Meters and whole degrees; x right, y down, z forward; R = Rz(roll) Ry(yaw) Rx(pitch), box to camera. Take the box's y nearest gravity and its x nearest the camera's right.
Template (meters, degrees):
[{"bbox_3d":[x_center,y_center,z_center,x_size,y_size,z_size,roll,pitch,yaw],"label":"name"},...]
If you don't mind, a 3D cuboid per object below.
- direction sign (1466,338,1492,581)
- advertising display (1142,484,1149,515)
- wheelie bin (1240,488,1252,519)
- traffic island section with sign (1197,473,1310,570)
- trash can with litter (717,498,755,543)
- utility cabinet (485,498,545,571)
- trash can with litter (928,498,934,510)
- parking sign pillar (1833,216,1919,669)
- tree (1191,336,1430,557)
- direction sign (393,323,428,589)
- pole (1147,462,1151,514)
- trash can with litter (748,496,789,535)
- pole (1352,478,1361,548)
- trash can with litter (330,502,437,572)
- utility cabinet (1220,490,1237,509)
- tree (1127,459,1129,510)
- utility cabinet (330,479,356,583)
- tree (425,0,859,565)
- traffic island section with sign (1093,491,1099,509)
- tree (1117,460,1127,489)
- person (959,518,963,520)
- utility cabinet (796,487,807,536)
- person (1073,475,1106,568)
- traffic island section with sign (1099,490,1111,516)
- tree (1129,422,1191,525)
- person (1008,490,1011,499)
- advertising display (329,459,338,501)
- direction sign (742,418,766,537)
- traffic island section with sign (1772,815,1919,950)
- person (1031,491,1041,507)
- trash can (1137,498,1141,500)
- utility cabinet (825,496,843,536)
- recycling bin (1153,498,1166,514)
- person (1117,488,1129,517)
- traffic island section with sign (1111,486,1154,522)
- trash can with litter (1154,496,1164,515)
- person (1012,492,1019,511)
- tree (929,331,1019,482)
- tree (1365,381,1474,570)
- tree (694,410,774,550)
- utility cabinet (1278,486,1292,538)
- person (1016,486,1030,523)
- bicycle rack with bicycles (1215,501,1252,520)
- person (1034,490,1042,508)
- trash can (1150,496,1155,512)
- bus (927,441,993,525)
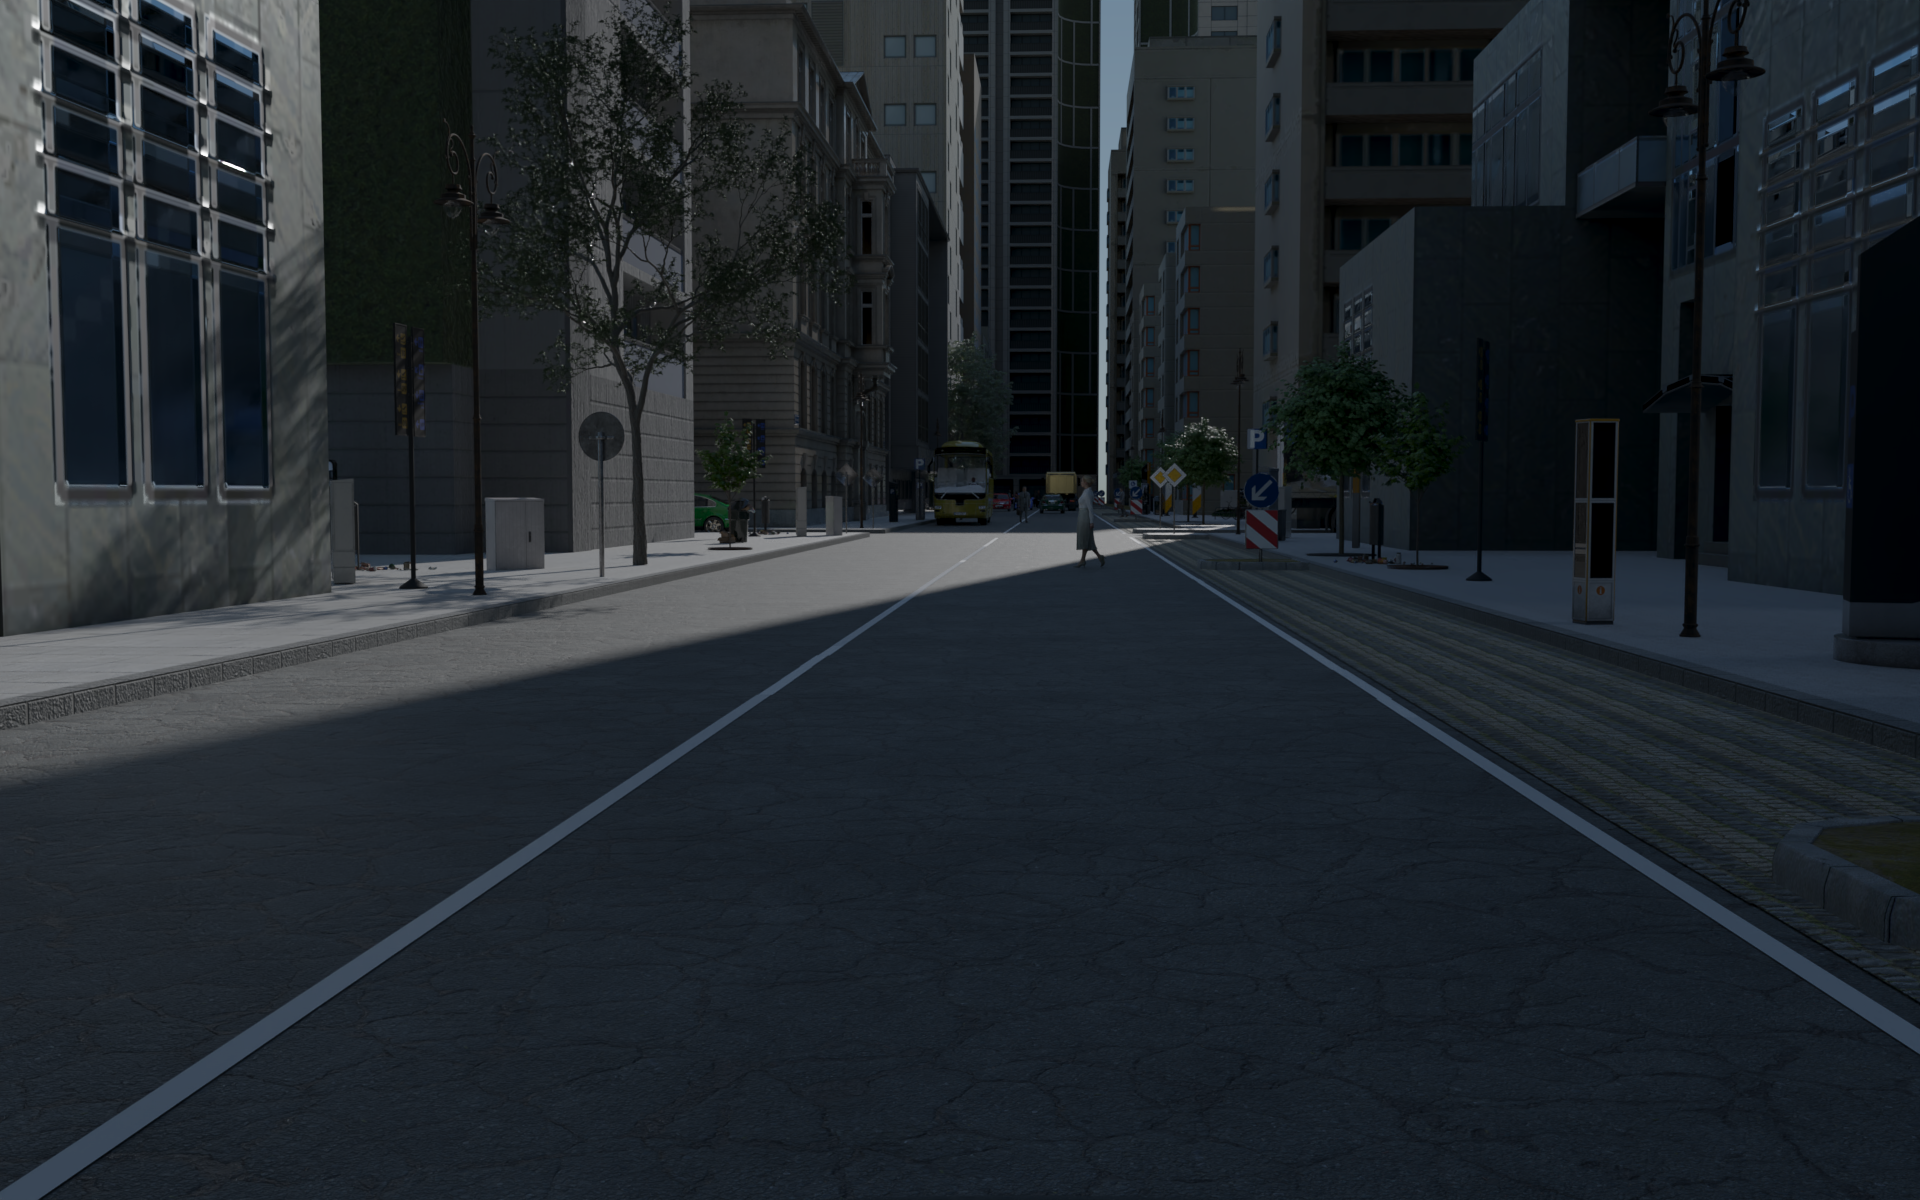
[{"bbox_3d":[7.684,-2.051,25.532,0.379,3.537,0.876,2,4,27],"label":"direction sign"},{"bbox_3d":[11.438,-6.212,106.772,0.123,1.923,0.974,-1,4,-14],"label":"advertising display"},{"bbox_3d":[14.778,-5.003,89.714,0.693,1.594,0.980,-3,5,-44],"label":"wheelie bin"},{"bbox_3d":[5.592,-1.506,33.252,1.989,1.847,2.006,0,4,3],"label":"traffic island section with sign"},{"bbox_3d":[-5.886,-2.082,45.435,0.624,1.170,1.055,2,4,24],"label":"trash can with litter"},{"bbox_3d":[-7.551,-1.117,29.432,0.306,1.237,1.020,3,4,38],"label":"utility cabinet"},{"bbox_3d":[-2.149,-7.720,137.286,2.233,1.210,1.678,3,4,37],"label":"trash can with litter"},{"bbox_3d":[7.471,-1.506,13.102,1.447,3.967,1.447,1,4,20],"label":"parking sign pillar"},{"bbox_3d":[7.911,-3.203,36.081,4.285,4.588,4.351,0,3,0],"label":"tree"},{"bbox_3d":[-7.421,-1.922,23.420,0.379,3.537,0.876,0,4,7],"label":"direction sign"},{"bbox_3d":[12.192,-7.212,111.757,0.158,3.312,0.155,0,3,0],"label":"pole"},{"bbox_3d":[-6.275,-2.690,55.033,1.678,1.210,2.233,-1,4,-9],"label":"trash can with litter"},{"bbox_3d":[9.398,-2.885,41.010,0.158,3.312,0.155,0,3,0],"label":"pole"},{"bbox_3d":[-9.960,-1.098,29.004,2.233,1.210,1.678,0,4,-8],"label":"trash can with litter"},{"bbox_3d":[16.014,-5.739,102.510,1.173,1.500,0.318,2,4,32],"label":"utility cabinet"},{"bbox_3d":[10.342,-5.825,78.950,4.285,4.588,4.351,0,3,0],"label":"tree"},{"bbox_3d":[-8.936,-1.000,25.028,0.318,1.500,1.173,-1,4,-21],"label":"utility cabinet"},{"bbox_3d":[-5.683,-5.926,31.300,8.767,10.594,7.601,1,4,12],"label":"tree"},{"bbox_3d":[13.418,-9.604,165.654,1.989,1.847,2.006,0,4,3],"label":"traffic island section with sign"},{"bbox_3d":[14.444,-9.602,140.704,4.285,4.588,4.351,0,3,0],"label":"tree"},{"bbox_3d":[0.052,-5.342,95.962,0.709,1.813,0.853,-2,4,-25],"label":"person"},{"bbox_3d":[-4.833,-2.685,52.571,0.318,1.500,1.173,0,4,-7],"label":"utility cabinet"},{"bbox_3d":[2.533,-1.530,33.747,0.641,1.798,0.478,1,4,17],"label":"person"},{"bbox_3d":[10.459,-6.535,115.469,1.989,1.847,2.006,0,4,3],"label":"traffic island section with sign"},{"bbox_3d":[10.218,-5.405,72.089,4.285,4.588,4.351,0,3,0],"label":"tree"},{"bbox_3d":[5.085,-10.264,176.403,0.705,1.814,1.350,0,4,2],"label":"person"},{"bbox_3d":[-12.107,-1.662,32.393,0.974,1.923,0.123,1,4,10],"label":"advertising display"},{"bbox_3d":[-6.197,-3.680,52.159,0.379,3.537,0.876,3,5,43],"label":"direction sign"},{"bbox_3d":[3.954,0.171,5.835,1.989,1.847,2.006,0,4,3],"label":"traffic island section with sign"},{"bbox_3d":[8.337,-11.166,191.204,1.348,1.807,0.705,1,4,23],"label":"person"},{"bbox_3d":[13.958,-7.488,134.089,0.748,1.137,0.748,0,3,0],"label":"trash can"},{"bbox_3d":[-3.917,-2.617,53.949,0.306,1.237,1.020,-1,4,-19],"label":"utility cabinet"},{"bbox_3d":[12.742,-5.954,109.909,0.722,1.027,0.722,-2,4,-26],"label":"recycling bin"},{"bbox_3d":[10.105,-6.082,108.057,0.853,1.813,0.709,-1,4,-15],"label":"person"},{"bbox_3d":[8.838,-4.869,88.237,1.989,1.847,2.006,0,4,3],"label":"traffic island section with sign"},{"bbox_3d":[12.192,-5.788,106.013,0.624,1.170,1.055,0,4,2],"label":"trash can with litter"},{"bbox_3d":[4.673,-8.350,146.489,0.593,1.643,0.415,0,4,5],"label":"person"},{"bbox_3d":[-0.295,-13.965,134.990,9.857,13.997,8.962,0,3,0],"label":"tree"},{"bbox_3d":[7.750,-2.150,29.760,1.663,3.219,1.824,0,3,0],"label":"tree"},{"bbox_3d":[-5.397,-2.772,39.929,1.663,3.219,1.824,0,3,0],"label":"tree"},{"bbox_3d":[9.413,-2.559,50.516,0.318,1.500,1.173,1,4,20],"label":"utility cabinet"},{"bbox_3d":[3.203,-4.792,86.947,0.694,1.812,0.767,-1,4,-9],"label":"person"},{"bbox_3d":[14.272,-4.505,87.045,2.925,0.926,2.852,-2,4,-25],"label":"bicycle rack with bicycles"},{"bbox_3d":[7.988,-10.237,176.018,1.348,1.807,0.705,-3,4,-37],"label":"person"},{"bbox_3d":[13.919,-6.868,123.949,0.748,1.137,0.748,0,3,0],"label":"trash can"},{"bbox_3d":[0.226,-5.617,83.379,2.896,3.916,12.252,0,4,2],"label":"bus"}]
